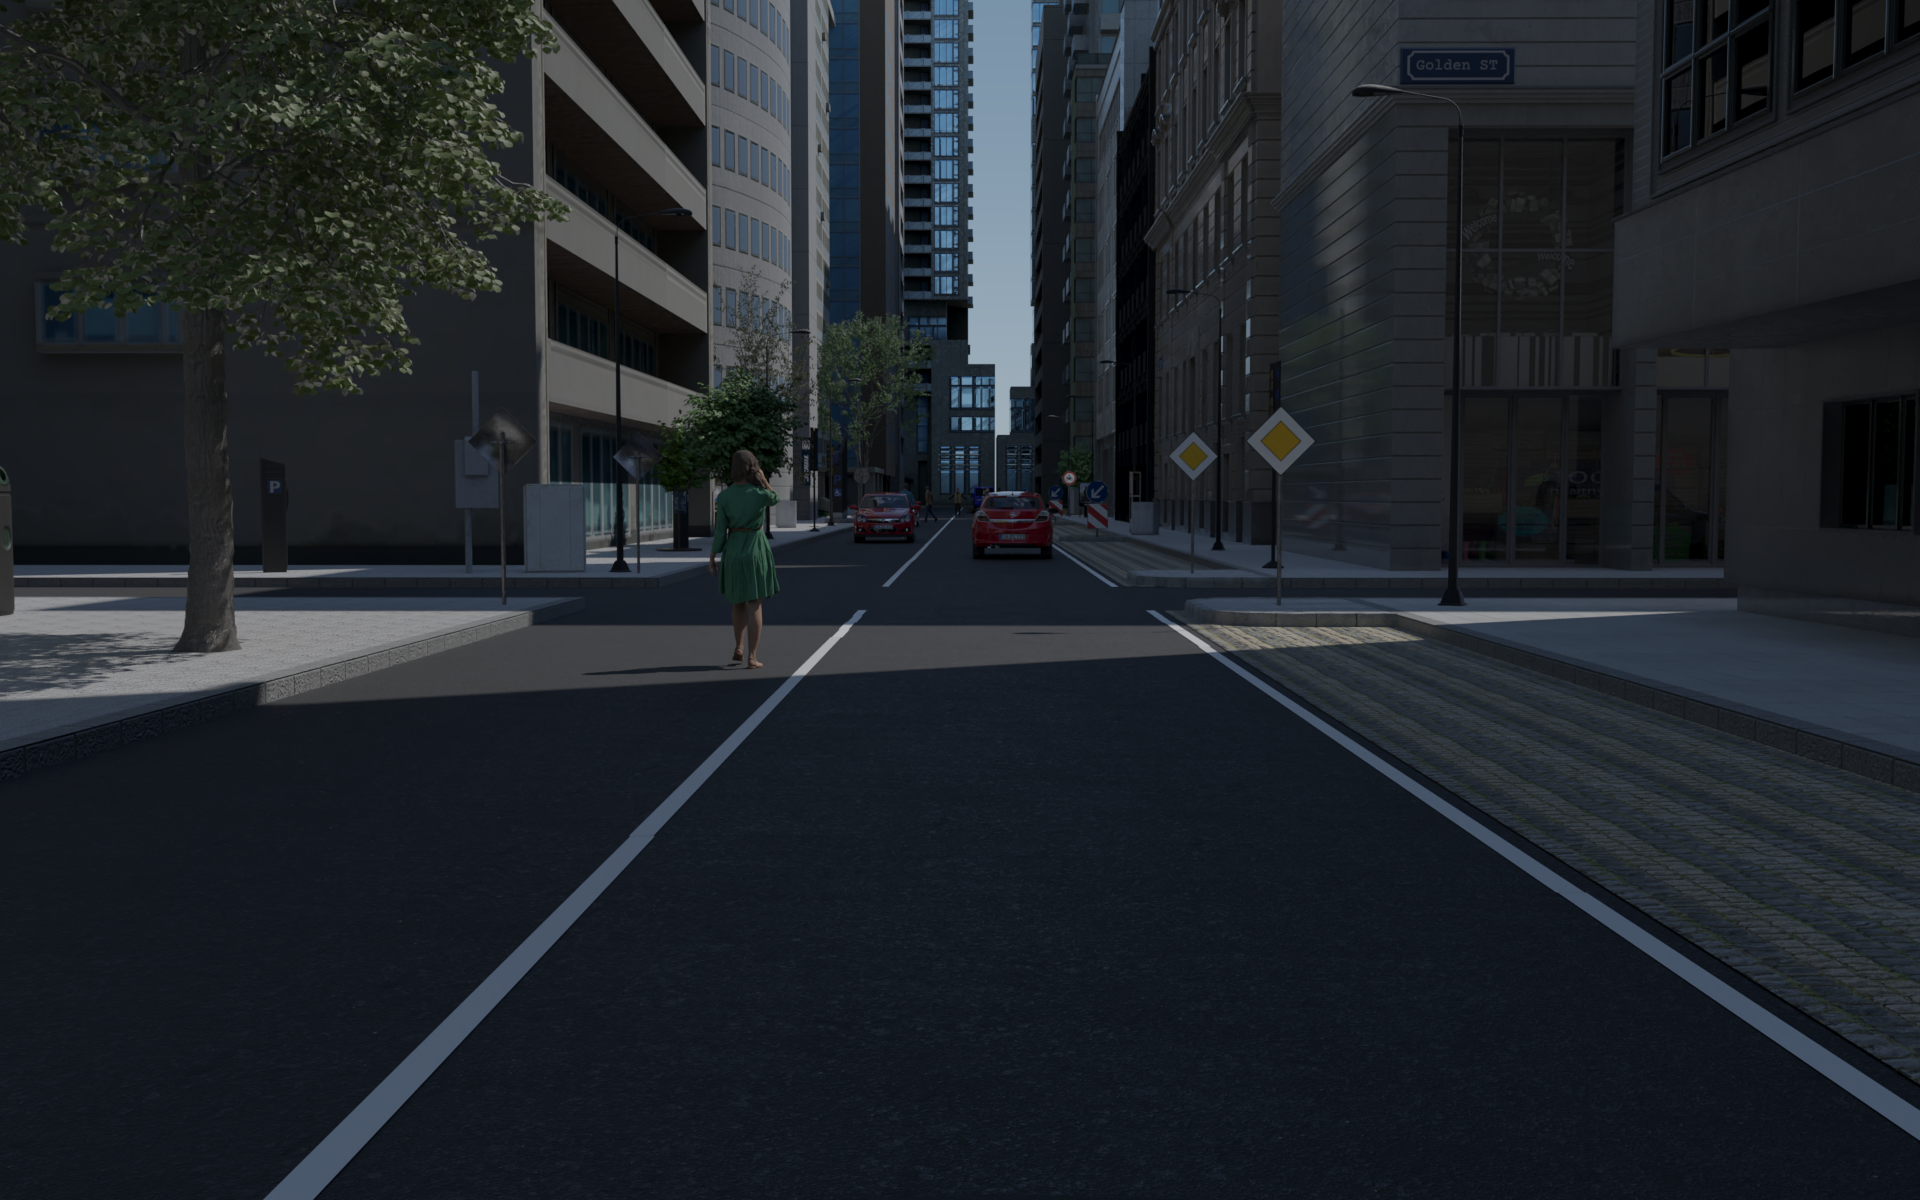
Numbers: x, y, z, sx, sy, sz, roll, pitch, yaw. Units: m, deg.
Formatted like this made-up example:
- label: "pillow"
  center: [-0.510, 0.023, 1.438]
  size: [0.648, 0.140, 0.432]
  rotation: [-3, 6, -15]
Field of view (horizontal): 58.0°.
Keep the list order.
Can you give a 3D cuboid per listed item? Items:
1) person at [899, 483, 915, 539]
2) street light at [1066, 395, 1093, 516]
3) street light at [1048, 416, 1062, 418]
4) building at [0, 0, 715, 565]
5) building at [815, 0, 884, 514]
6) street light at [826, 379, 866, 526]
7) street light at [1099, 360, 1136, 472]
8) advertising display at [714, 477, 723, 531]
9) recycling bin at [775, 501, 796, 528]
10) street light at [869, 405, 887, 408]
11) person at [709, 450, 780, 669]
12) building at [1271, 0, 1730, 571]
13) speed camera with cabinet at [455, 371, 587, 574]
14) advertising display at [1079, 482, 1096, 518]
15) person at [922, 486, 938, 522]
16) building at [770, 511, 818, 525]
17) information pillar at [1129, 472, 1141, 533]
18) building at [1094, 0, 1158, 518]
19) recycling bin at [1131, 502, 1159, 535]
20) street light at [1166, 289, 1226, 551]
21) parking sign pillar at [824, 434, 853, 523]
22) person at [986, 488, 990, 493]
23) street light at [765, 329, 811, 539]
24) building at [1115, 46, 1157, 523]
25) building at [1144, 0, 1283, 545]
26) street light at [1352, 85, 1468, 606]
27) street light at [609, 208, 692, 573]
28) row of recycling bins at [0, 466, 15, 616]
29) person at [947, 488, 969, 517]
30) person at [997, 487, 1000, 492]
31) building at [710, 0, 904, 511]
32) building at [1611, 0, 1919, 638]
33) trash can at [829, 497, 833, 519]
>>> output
- label: "person"
  center: [-1.723, -2.822, 54.988]
  size: [0.601, 1.785, 0.444]
  rotation: [0, 4, 2]
- label: "street light"
  center: [5.674, -6.654, 81.340]
  size: [1.470, 5.913, 1.316]
  rotation: [0, 4, 1]
- label: "street light"
  center: [5.897, -7.949, 102.500]
  size: [1.470, 5.913, 1.316]
  rotation: [0, 4, 1]
- label: "building"
  center: [-18.126, -25.479, 40.284]
  size: [21.300, 48.544, 21.600]
  rotation: [0, 4, 1]
- label: "building"
  center: [-21.471, -25.879, 115.000]
  size: [32.217, 40.220, 23.993]
  rotation: [0, 4, 1]
- label: "street light"
  center: [-4.668, -5.945, 69.742]
  size: [1.470, 5.913, 1.316]
  rotation: [0, 4, 1]
- label: "street light"
  center: [5.528, -5.358, 60.146]
  size: [1.470, 5.913, 1.316]
  rotation: [0, 4, 1]
- label: "advertising display"
  center: [-8.420, -3.273, 58.722]
  size: [0.123, 1.923, 0.974]
  rotation: [2, 4, 35]
- label: "recycling bin"
  center: [-6.630, -3.263, 65.910]
  size: [0.722, 1.027, 0.722]
  rotation: [-1, 4, -13]
- label: "street light"
  center: [-4.512, -7.213, 90.473]
  size: [1.470, 5.913, 1.316]
  rotation: [0, 4, 1]
- label: "person"
  center: [-1.786, -0.344, 14.366]
  size: [0.600, 1.795, 0.529]
  rotation: [0, 4, -7]
- label: "building"
  center: [21.940, -15.640, 33.200]
  size: [29.804, 29.767, 11.434]
  rotation: [0, 4, 1]
- label: "speed camera with cabinet"
  center: [-7.167, -2.074, 28.253]
  size: [2.038, 3.252, 0.660]
  rotation: [-1, 4, -15]
- label: "advertising display"
  center: [6.917, -5.437, 94.103]
  size: [0.974, 1.923, 0.123]
  rotation: [-1, 4, -16]
- label: "person"
  center: [-1.546, -4.871, 88.044]
  size: [0.836, 1.842, 0.656]
  rotation: [0, 4, -2]
- label: "building"
  center: [-17.885, -32.466, 72.824]
  size: [21.231, 58.520, 28.212]
  rotation: [0, 4, 1]
- label: "information pillar"
  center: [5.796, -3.231, 57.321]
  size: [0.304, 2.012, 0.304]
  rotation: [-1, 4, -9]
- label: "building"
  center: [13.926, -16.819, 93.009]
  size: [12.078, 24.808, 19.932]
  rotation: [0, 4, 1]
- label: "recycling bin"
  center: [5.830, -2.566, 54.506]
  size: [0.722, 1.027, 0.722]
  rotation: [1, 4, 23]
- label: "street light"
  center: [5.347, -4.084, 39.310]
  size: [1.470, 5.913, 1.316]
  rotation: [0, 4, 1]
- label: "parking sign pillar"
  center: [-5.343, -5.429, 77.234]
  size: [1.447, 3.967, 1.447]
  rotation: [0, 4, 7]
- label: "person"
  center: [1.755, -5.563, 99.679]
  size: [0.699, 1.804, 1.509]
  rotation: [1, 4, 23]
- label: "street light"
  center: [-4.910, -4.678, 49.019]
  size: [1.470, 5.913, 1.316]
  rotation: [0, 4, 1]
- label: "building"
  center: [13.565, -15.017, 75.205]
  size: [12.332, 23.373, 15.834]
  rotation: [0, 4, 1]
- label: "building"
  center: [13.051, -15.743, 54.658]
  size: [12.463, 27.353, 25.104]
  rotation: [0, 4, 1]
- label: "street light"
  center: [5.145, -2.892, 19.824]
  size: [1.470, 5.913, 1.316]
  rotation: [0, 4, 1]
- label: "street light"
  center: [-5.045, -3.410, 28.296]
  size: [1.470, 5.913, 1.316]
  rotation: [0, 4, 1]
- label: "row of recycling bins"
  center: [-10.846, -0.600, 16.923]
  size: [1.069, 1.692, 3.534]
  rotation: [1, 4, 14]
- label: "person"
  center: [-0.136, -6.185, 109.722]
  size: [1.348, 1.812, 0.705]
  rotation: [0, 4, -3]
- label: "person"
  center: [2.226, -5.691, 101.539]
  size: [0.794, 1.824, 0.713]
  rotation: [2, 4, 25]
- label: "building"
  center: [-19.584, -38.211, 166.745]
  size: [28.212, 58.520, 21.231]
  rotation: [0, 4, 1]
- label: "building"
  center: [13.749, -11.275, 3.415]
  size: [14.314, 24.678, 30.058]
  rotation: [0, 4, 1]
- label: "trash can"
  center: [-6.472, -4.793, 90.013]
  size: [0.748, 1.137, 0.748]
  rotation: [0, 3, 0]
